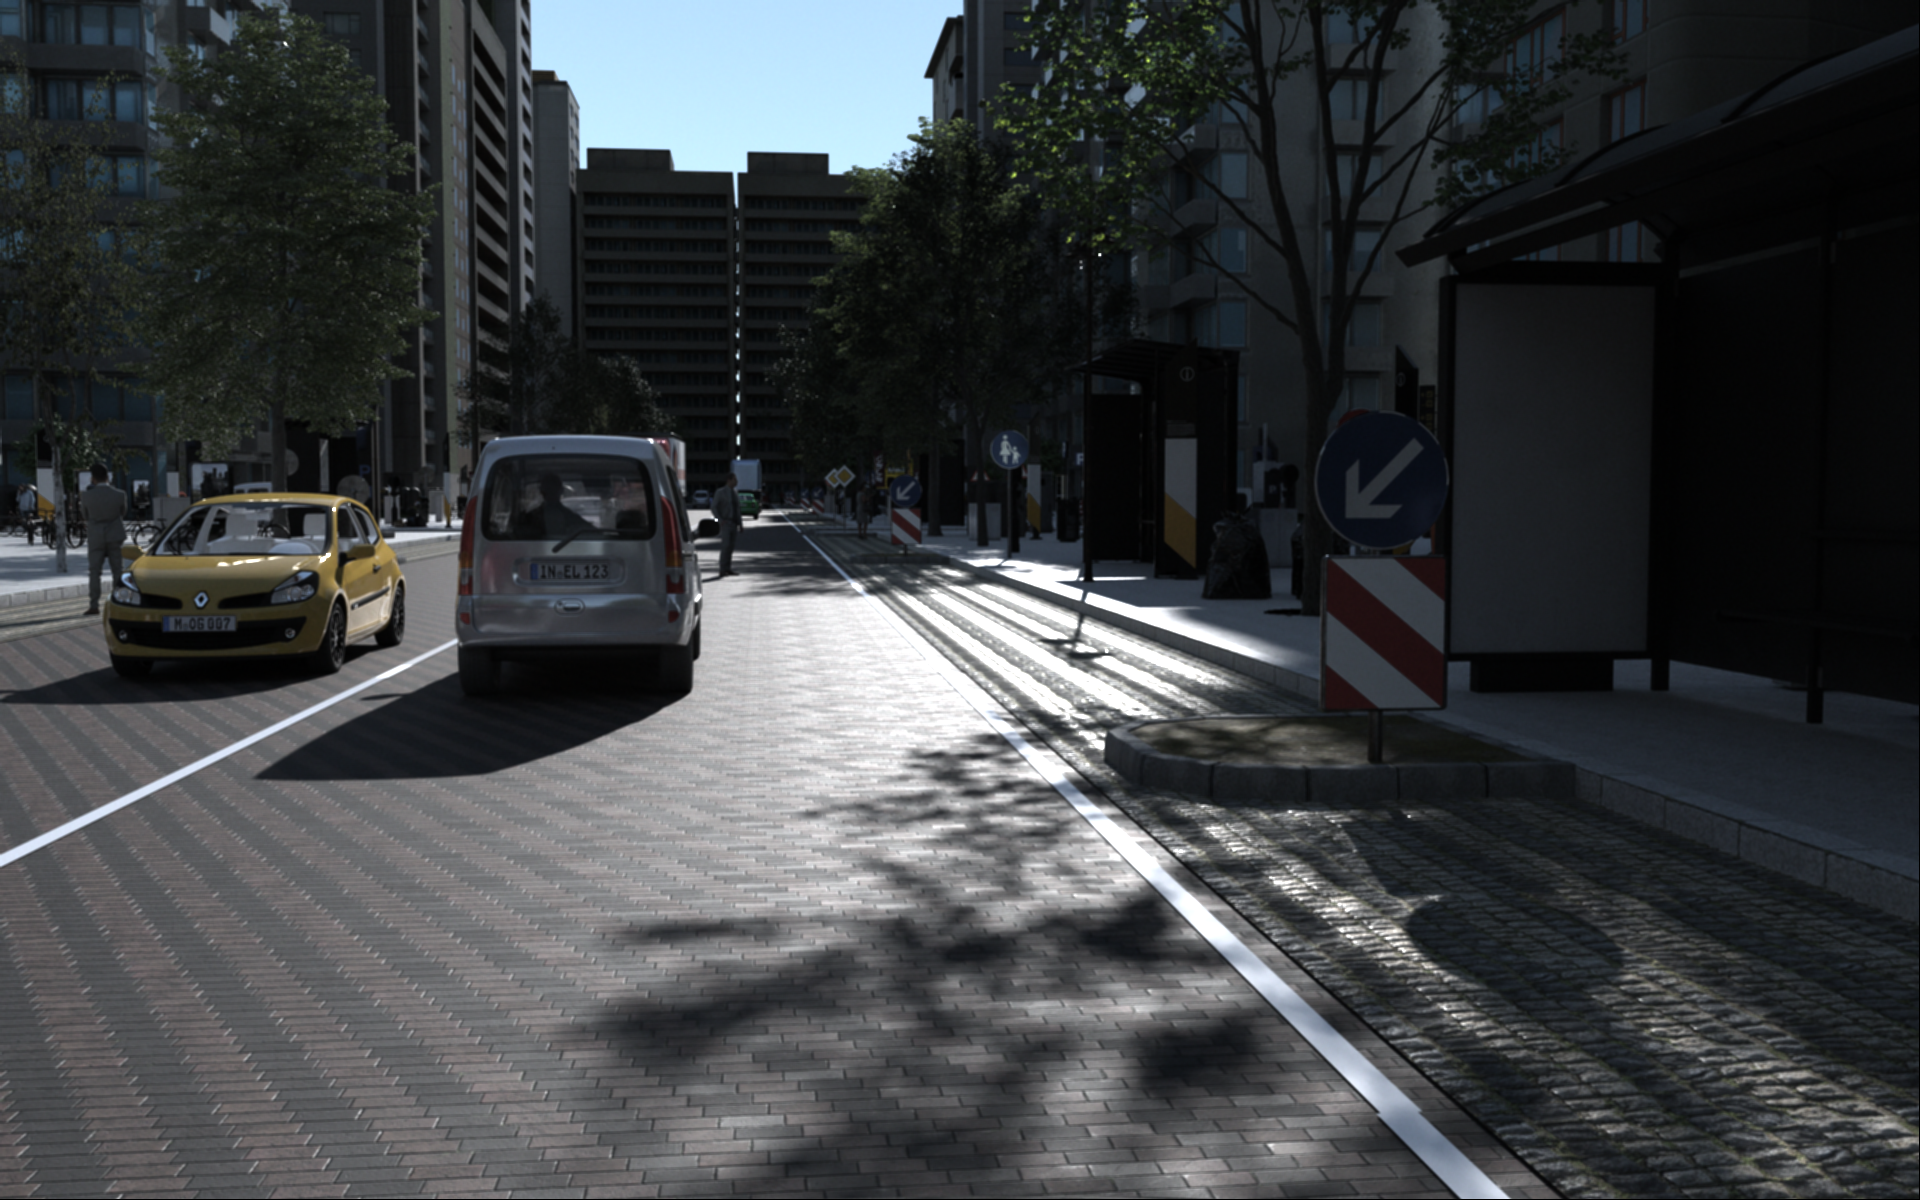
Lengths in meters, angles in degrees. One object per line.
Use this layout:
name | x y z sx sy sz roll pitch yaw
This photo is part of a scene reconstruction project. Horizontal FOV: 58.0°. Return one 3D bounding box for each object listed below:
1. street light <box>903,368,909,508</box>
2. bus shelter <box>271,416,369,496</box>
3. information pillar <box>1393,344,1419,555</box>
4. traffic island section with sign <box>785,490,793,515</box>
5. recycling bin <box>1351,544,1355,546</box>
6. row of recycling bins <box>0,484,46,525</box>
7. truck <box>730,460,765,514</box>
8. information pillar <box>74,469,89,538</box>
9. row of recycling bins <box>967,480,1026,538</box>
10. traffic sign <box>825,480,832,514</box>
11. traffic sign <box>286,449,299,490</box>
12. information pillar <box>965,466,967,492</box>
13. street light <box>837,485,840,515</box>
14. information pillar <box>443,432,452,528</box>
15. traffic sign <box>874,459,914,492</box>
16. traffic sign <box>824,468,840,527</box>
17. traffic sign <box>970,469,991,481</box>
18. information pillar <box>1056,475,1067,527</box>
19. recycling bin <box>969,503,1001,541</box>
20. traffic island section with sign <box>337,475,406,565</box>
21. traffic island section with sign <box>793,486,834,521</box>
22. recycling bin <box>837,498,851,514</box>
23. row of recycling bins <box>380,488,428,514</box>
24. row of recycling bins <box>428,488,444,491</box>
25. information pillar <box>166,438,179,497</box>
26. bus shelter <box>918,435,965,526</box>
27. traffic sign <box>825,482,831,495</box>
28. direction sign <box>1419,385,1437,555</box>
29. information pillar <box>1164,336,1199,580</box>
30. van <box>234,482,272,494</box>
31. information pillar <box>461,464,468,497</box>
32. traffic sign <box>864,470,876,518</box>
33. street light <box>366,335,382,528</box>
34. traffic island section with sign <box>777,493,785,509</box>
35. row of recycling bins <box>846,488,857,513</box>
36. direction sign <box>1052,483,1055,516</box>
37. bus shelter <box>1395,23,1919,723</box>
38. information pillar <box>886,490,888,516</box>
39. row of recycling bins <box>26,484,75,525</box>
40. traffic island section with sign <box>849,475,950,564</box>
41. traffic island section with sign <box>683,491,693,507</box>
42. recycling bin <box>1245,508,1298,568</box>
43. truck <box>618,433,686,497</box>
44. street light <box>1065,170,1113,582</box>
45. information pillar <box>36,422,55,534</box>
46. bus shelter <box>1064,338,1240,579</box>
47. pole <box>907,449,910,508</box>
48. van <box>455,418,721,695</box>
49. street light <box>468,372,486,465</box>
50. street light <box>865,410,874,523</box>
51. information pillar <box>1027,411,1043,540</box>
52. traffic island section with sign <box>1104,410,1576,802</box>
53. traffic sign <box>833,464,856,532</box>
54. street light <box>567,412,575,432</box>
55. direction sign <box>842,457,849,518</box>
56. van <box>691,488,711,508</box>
street light | -1.816 -5.235 58.384 0.468 5.910 1.993 0 4 -7
bus shelter | -19.489 -3.799 53.399 1.731 3.624 6.357 0 4 -7
information pillar | 6.909 -2.173 26.890 0.183 3.616 0.504 -1 4 -22
traffic island section with sign | -10.681 -6.676 117.778 1.989 1.847 2.006 0 4 -7
recycling bin | 10.067 -1.881 43.303 0.722 1.027 0.722 -1 4 -14
row of recycling bins | -40.299 -4.034 73.062 3.534 1.692 1.069 2 4 24
truck | -16.151 -8.557 129.659 2.967 4.110 18.799 0 4 -6
information pillar | -25.626 -2.818 50.560 0.304 2.012 0.304 3 5 40
row of recycling bins | 1.055 -2.789 52.718 1.069 1.692 3.534 -1 4 -18
traffic sign | -8.419 -6.920 113.247 0.768 2.556 0.104 0 4 -1
traffic sign | -18.996 -2.976 48.765 0.768 2.556 0.104 0 4 1
information pillar | 0.255 -8.171 124.953 0.504 3.616 0.183 0 4 6
street light | -7.585 -8.278 108.137 0.468 5.910 1.993 0 4 -7
information pillar | -19.520 -4.559 65.887 0.183 3.616 0.504 -2 4 -35
traffic sign | -3.734 -6.351 97.717 2.265 3.308 0.079 0 4 -1
traffic sign | -4.817 -3.843 66.480 0.795 2.450 0.064 0 4 -7
traffic sign | 0.855 -4.458 72.890 0.884 2.594 0.081 0 4 0
information pillar | 3.953 -3.843 67.329 0.304 2.012 0.304 -3 5 -42
recycling bin | 0.682 -2.168 48.000 0.722 1.027 0.722 -1 4 -19
traffic island section with sign | -12.389 -1.625 35.203 1.989 1.847 2.006 0 4 -7
traffic island section with sign | -7.601 -5.038 90.999 1.989 1.847 2.006 0 4 -7
recycling bin | -7.676 -6.247 114.686 0.722 1.027 0.722 3 5 44
row of recycling bins | -36.210 -6.410 111.914 3.534 1.692 1.069 2 4 31
row of recycling bins | -35.390 -6.704 116.724 1.069 1.692 3.534 -3 4 -36
information pillar | -29.717 -4.530 65.416 0.504 3.616 0.183 1 4 19
bus shelter | -0.916 -4.930 71.893 1.731 3.624 6.357 0 4 -6
traffic sign | -10.413 -8.496 139.019 0.768 2.556 0.104 0 4 -6
direction sign | 9.919 -2.688 35.947 0.876 3.537 0.379 3 5 40
information pillar | 3.319 -2.112 25.889 0.504 3.616 0.183 1 4 15
van | -24.795 -3.242 60.022 4.112 2.044 2.013 0 4 -7
information pillar | -38.211 -8.696 133.539 0.504 3.616 0.183 -1 4 -12
traffic sign | -4.713 -5.649 92.472 0.768 2.556 0.104 0 4 3
street light | -16.159 -4.590 47.839 0.468 5.910 1.993 0 4 -7
traffic island section with sign | -16.409 -9.726 167.652 1.989 1.847 2.006 0 4 -7
row of recycling bins | -7.676 -6.876 119.539 1.069 1.692 3.534 0 4 8
direction sign | 5.417 -6.724 101.935 0.876 3.537 0.379 0 4 6
bus shelter | 4.152 -0.904 8.709 2.014 3.302 5.546 0 4 -7
information pillar | -4.055 -5.839 99.960 0.304 2.012 0.304 2 4 33
row of recycling bins | -37.594 -3.977 72.142 1.069 1.692 3.534 -1 4 -10
traffic island section with sign | -1.298 -1.680 36.096 1.989 1.847 2.006 0 4 -7
traffic island section with sign | -30.540 -11.287 193.176 1.989 1.847 2.006 0 4 -7
recycling bin | 5.440 -1.087 30.323 0.722 1.027 0.722 -1 4 -14
truck | -14.522 -5.648 81.266 2.839 4.237 11.283 0 4 -5
street light | 1.879 -3.204 25.166 0.468 5.910 1.993 0 4 -7
information pillar | -29.519 -3.949 55.925 0.504 3.616 0.183 -3 4 -38
bus shelter | 3.128 -2.327 29.327 1.731 3.624 6.357 0 4 -6
pole | -2.339 -5.141 77.897 0.158 3.312 0.155 0 3 0
van | -2.927 -0.416 13.809 2.013 2.044 4.112 0 4 -7
street light | -18.217 -5.662 65.361 0.468 5.910 1.993 0 4 -7
street light | -3.925 -6.307 75.900 0.468 5.910 1.993 0 4 -7
information pillar | 2.088 -3.504 48.642 0.504 3.616 0.183 -3 5 -45
traffic island section with sign | 1.814 -0.022 8.990 1.989 1.847 2.006 0 4 -7
traffic sign | -3.905 -3.358 58.547 0.795 2.450 0.064 0 4 -7
street light | -21.892 -7.634 97.596 0.468 5.910 1.993 0 4 -7
direction sign | -6.283 -6.280 94.673 0.379 3.537 0.876 0 4 2
van | -26.845 -10.573 179.872 2.013 2.044 4.112 0 4 -5
